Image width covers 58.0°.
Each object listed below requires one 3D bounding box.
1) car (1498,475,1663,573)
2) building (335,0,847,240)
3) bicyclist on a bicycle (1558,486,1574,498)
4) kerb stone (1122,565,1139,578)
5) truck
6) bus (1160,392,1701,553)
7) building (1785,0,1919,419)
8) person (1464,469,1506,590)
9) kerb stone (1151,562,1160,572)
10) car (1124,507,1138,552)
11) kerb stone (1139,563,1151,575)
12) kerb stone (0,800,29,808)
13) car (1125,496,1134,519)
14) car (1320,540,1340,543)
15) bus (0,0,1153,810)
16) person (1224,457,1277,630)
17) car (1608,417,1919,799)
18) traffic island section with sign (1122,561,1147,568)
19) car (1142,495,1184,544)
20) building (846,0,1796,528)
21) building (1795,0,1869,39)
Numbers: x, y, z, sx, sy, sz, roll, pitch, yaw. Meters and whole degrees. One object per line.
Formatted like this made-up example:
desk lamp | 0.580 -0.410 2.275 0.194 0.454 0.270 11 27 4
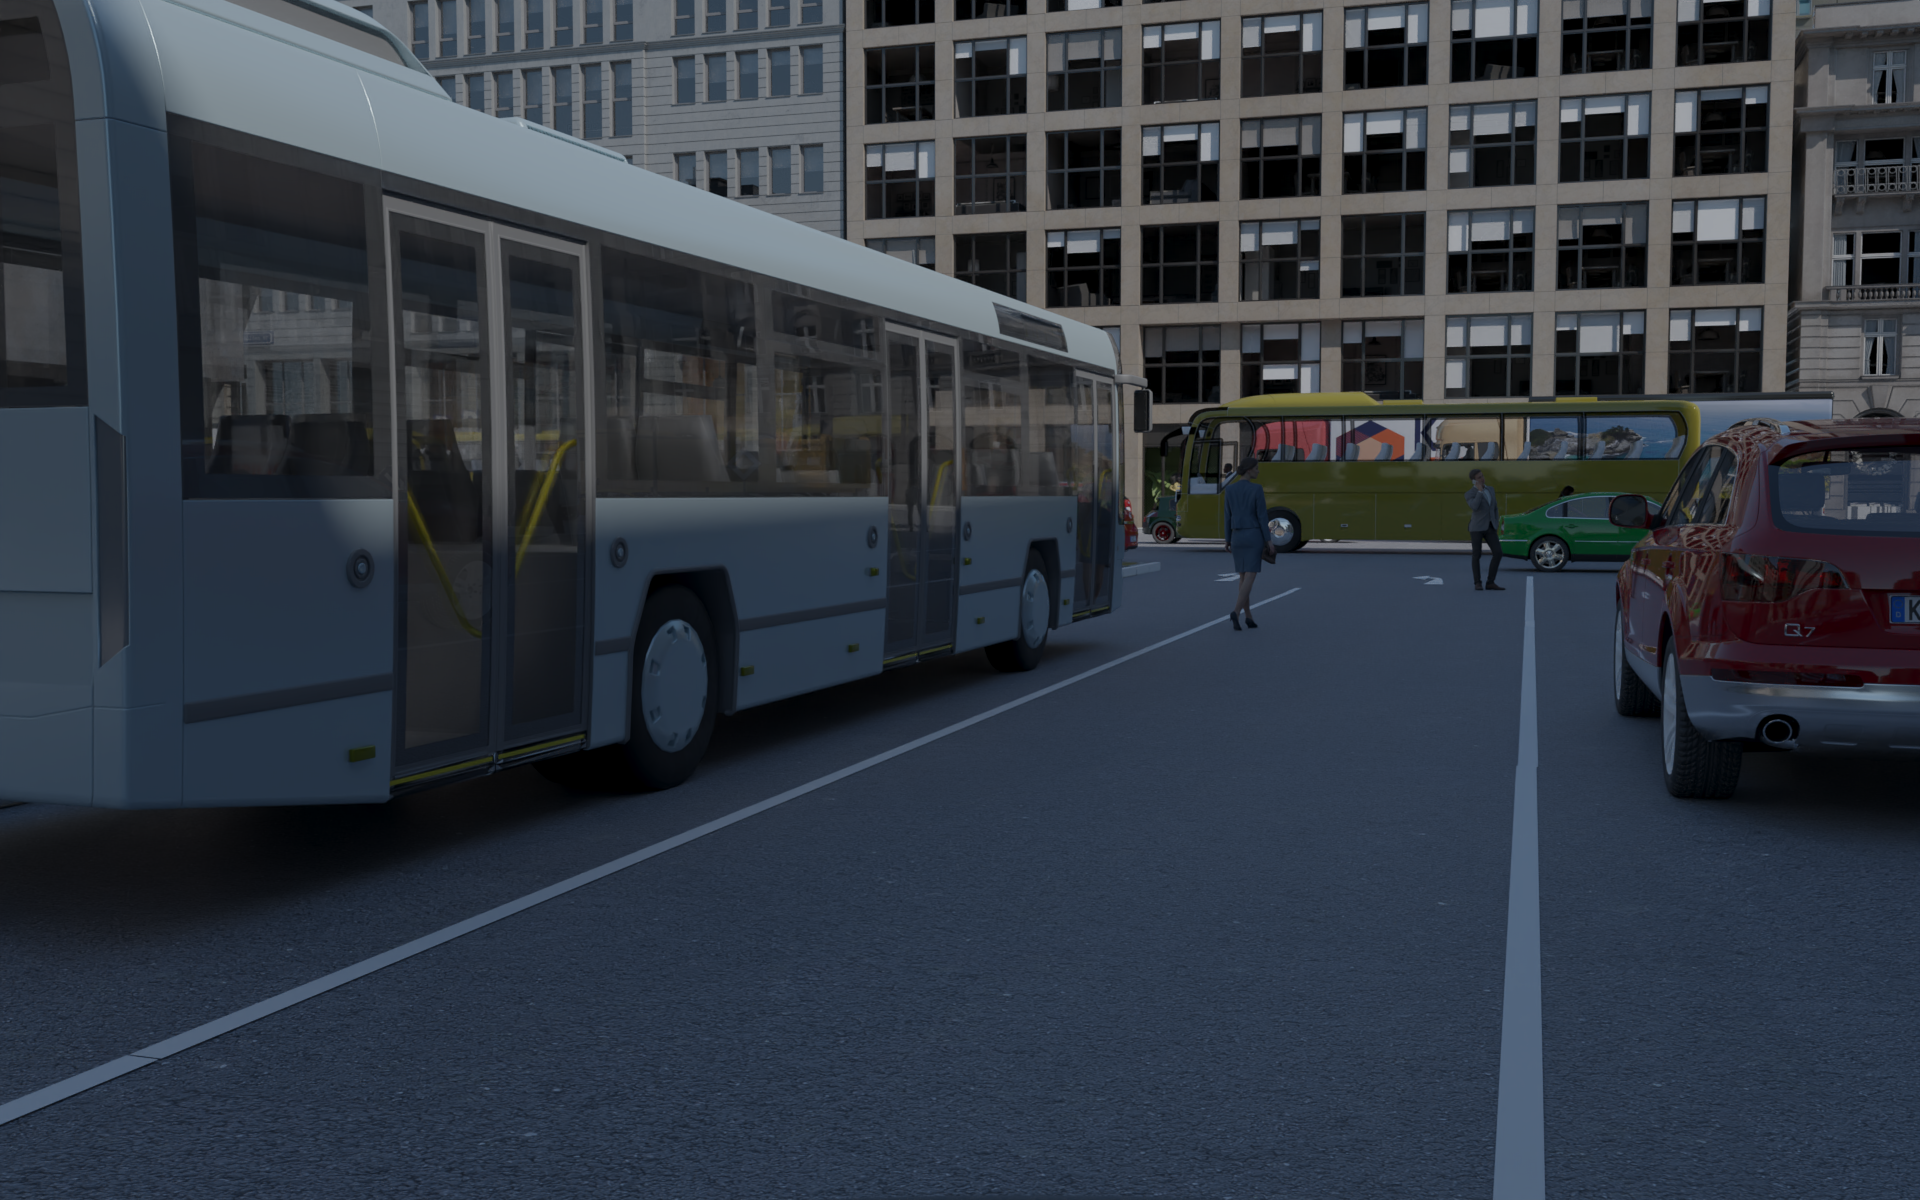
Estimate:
car | 12.305 -1.418 31.973 4.718 1.807 1.959 1 4 18
building | -16.946 -18.405 78.409 29.804 29.767 11.434 1 4 18
bicyclist on a bicycle | 13.076 -1.657 37.120 1.625 1.676 1.499 1 4 20
kerb stone | 2.903 -0.486 30.160 0.120 0.150 1.000 1 4 18
truck | 18.831 -3.743 50.118 11.283 4.237 2.839 1 4 20
bus | 11.156 -3.080 41.898 12.252 3.916 2.896 1 4 18
building | 41.489 -13.398 60.851 24.055 21.916 13.314 1 4 18
person | 7.823 -1.048 25.810 0.592 1.802 0.473 0 4 -4
kerb stone | 3.554 -0.606 32.115 0.120 0.150 1.000 1 4 18
car | 1.492 -1.674 36.414 4.494 1.783 2.155 1 4 18
kerb stone | 3.233 -0.547 31.139 0.120 0.150 1.000 1 4 18
kerb stone | -4.514 0.890 7.652 0.120 0.150 1.000 1 4 18
car | 2.921 -2.868 55.563 5.304 1.827 2.281 1 4 18
car | 9.796 -2.617 51.833 4.494 1.783 2.155 1 4 18
bus | -1.468 -1.031 11.713 2.948 3.499 13.247 1 4 19
person | 3.001 -0.600 18.337 0.654 1.822 0.581 -3 5 -40
car | 4.763 -0.043 9.376 2.281 1.827 5.304 1 4 17
traffic island section with sign | 2.415 -1.456 31.948 2.006 1.907 1.989 1 4 18
car | 7.360 -2.453 49.899 4.222 1.686 2.009 1 4 17
building | 14.671 -16.378 72.301 34.151 26.468 19.350 1 4 18
building | 66.076 -30.819 127.598 21.300 48.544 21.600 1 4 18
